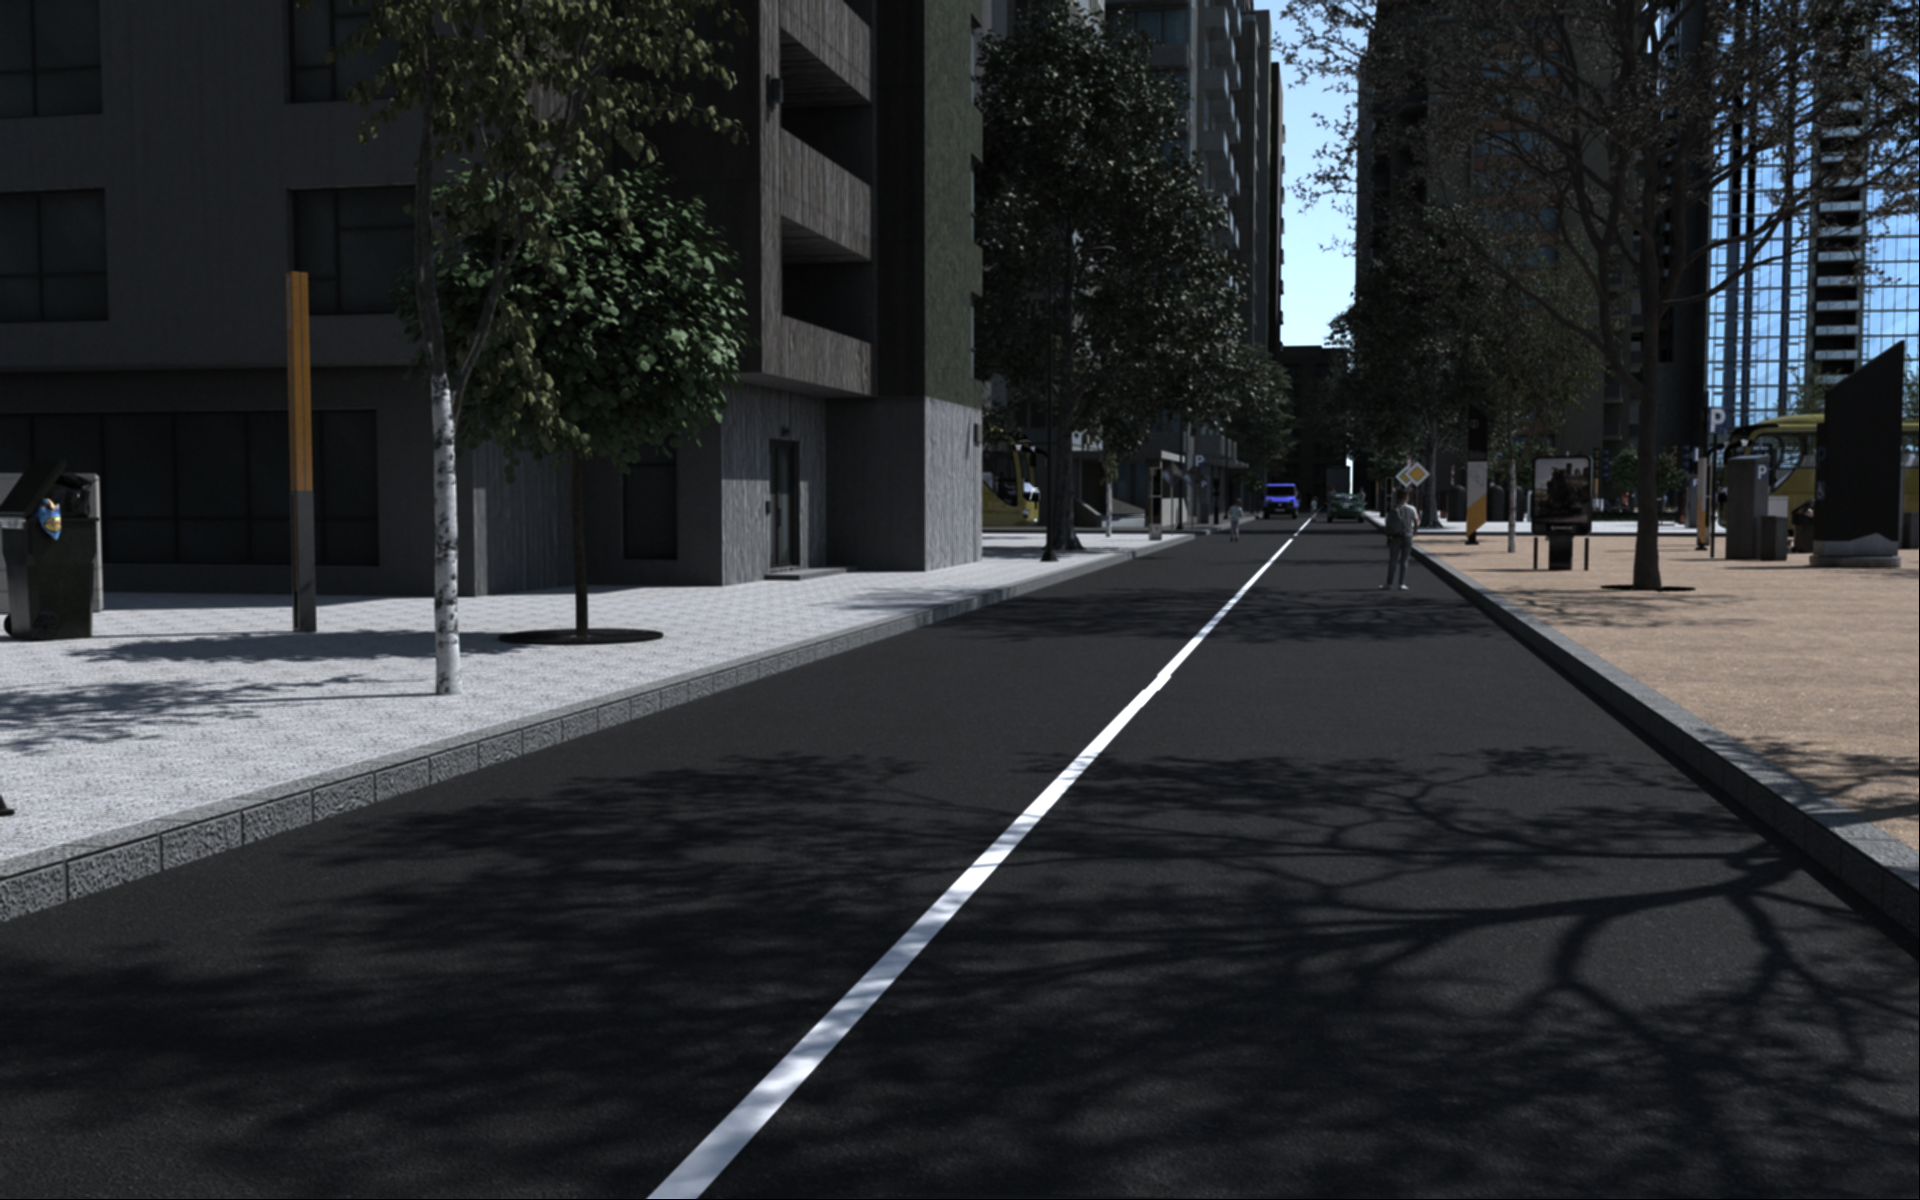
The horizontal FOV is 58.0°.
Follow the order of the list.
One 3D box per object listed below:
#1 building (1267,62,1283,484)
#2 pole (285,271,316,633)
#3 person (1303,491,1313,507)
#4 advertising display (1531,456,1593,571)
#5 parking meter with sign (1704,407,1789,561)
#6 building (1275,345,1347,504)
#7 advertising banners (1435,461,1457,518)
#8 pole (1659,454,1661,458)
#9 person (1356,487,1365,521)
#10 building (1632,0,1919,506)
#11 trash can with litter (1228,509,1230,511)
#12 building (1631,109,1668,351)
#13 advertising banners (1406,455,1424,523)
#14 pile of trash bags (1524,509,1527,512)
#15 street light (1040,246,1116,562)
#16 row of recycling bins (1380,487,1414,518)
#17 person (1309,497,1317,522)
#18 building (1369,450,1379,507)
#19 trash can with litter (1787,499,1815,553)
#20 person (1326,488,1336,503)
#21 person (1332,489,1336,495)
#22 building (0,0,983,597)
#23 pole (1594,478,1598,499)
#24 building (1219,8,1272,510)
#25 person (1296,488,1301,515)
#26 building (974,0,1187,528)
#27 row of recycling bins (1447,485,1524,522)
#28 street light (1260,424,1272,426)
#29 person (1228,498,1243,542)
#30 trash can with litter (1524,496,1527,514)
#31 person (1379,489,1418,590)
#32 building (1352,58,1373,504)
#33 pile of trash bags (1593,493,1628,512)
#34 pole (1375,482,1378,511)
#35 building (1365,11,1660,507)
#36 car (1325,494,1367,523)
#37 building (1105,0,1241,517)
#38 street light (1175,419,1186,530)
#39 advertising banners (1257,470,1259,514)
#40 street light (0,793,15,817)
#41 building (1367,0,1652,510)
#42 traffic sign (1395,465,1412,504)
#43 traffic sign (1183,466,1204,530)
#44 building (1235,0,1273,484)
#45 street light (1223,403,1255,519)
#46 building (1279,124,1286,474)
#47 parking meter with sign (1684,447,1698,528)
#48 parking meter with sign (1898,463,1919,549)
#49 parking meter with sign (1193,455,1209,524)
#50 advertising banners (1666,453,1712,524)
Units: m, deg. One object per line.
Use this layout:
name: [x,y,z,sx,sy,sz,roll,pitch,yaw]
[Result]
building: [25.820,-32.307,178.324,14.600,45.320,14.200,1,4,12]
pole: [-6.100,-1.357,16.023,0.158,3.312,0.155,0,3,0]
person: [39.889,-11.589,198.121,1.348,1.807,0.705,0,4,-1]
advertising display: [10.171,-1.472,29.283,0.974,1.923,0.123,3,4,35]
parking meter with sign: [15.442,-2.306,33.957,0.543,3.016,1.738,-1,4,-23]
building: [37.022,-23.689,232.352,28.899,21.520,27.650,1,4,12]
advertising banners: [25.625,-5.846,91.775,0.090,3.025,2.074,-1,4,-22]
pole: [35.354,-5.722,87.397,0.158,3.312,0.155,0,3,0]
person: [21.450,-5.146,92.811,0.511,1.800,0.466,3,4,36]
building: [89.970,-53.430,186.253,31.000,86.520,22.319,1,4,12]
trash can with litter: [20.441,-7.587,135.101,1.678,1.210,2.233,-3,5,-40]
building: [90.627,-36.274,216.776,21.600,48.544,21.300,1,4,12]
advertising banners: [20.423,-4.964,77.357,0.090,3.025,2.074,3,5,44]
pile of trash bags: [40.440,-6.842,121.627,1.912,1.369,3.447,1,4,19]
street light: [2.232,-3.682,32.746,1.470,5.913,1.316,1,4,12]
row of recycling bins: [24.383,-5.406,95.497,3.534,1.692,1.069,-3,5,-40]
person: [17.903,-4.592,87.862,0.394,1.301,0.425,3,4,37]
building: [48.181,-24.530,172.759,14.160,30.474,14.107,1,4,12]
trash can with litter: [18.245,-1.621,37.883,0.624,1.170,1.055,-3,4,-36]
person: [21.331,-5.555,99.513,0.473,1.802,0.592,0,4,-3]
person: [28.259,-7.463,130.765,0.600,1.795,0.529,0,4,-2]
building: [-7.882,-15.622,27.123,14.160,30.474,14.107,1,4,12]
pole: [42.485,-7.453,115.697,0.158,3.312,0.155,0,3,0]
building: [18.224,-28.125,143.433,14.154,41.232,14.086,1,4,12]
person: [22.824,-6.642,117.187,0.616,1.811,0.778,0,4,-7]
building: [-6.648,-23.491,75.965,32.217,40.220,23.993,1,4,12]
row of recycling bins: [24.449,-4.488,80.497,3.534,1.692,1.069,0,4,-4]
street light: [19.944,-8.688,114.589,1.470,5.913,1.316,1,4,12]
person: [8.234,-2.392,51.883,0.425,1.301,0.394,0,4,-6]
trash can with litter: [38.506,-6.305,114.146,1.678,1.210,2.233,0,4,2]
person: [6.575,-0.909,25.961,0.503,1.515,0.523,-1,4,-16]
building: [65.345,-41.626,222.591,28.212,58.520,21.231,1,4,12]
pile of trash bags: [45.017,-6.730,119.781,1.912,1.369,3.447,-2,4,-24]
pole: [31.099,-8.279,129.206,0.158,3.312,0.155,0,3,0]
building: [59.250,-36.801,190.937,28.713,52.752,27.495,1,4,12]
car: [19.543,-4.644,87.734,2.131,1.459,4.920,1,4,12]
building: [5.937,-29.929,108.955,23.786,49.044,30.456,1,4,12]
street light: [8.427,-5.457,61.770,1.470,5.913,1.316,1,4,12]
advertising banners: [19.360,-7.111,112.454,0.090,3.025,2.074,1,4,8]
street light: [-3.443,-2.084,6.618,1.470,5.913,1.316,1,4,12]
building: [46.917,-30.326,150.451,22.147,44.769,28.867,1,4,12]
traffic sign: [15.551,-3.471,60.401,0.795,2.450,0.064,1,4,12]
traffic sign: [8.327,-3.568,61.975,0.795,2.450,0.064,1,4,12]
building: [18.740,-44.151,160.121,20.563,71.187,20.611,1,4,12]
street light: [14.091,-7.056,87.900,1.470,5.913,1.316,1,4,12]
building: [21.848,-35.508,200.167,30.456,49.044,23.786,1,4,12]
parking meter with sign: [27.501,-4.193,64.819,0.543,3.016,1.738,1,4,11]
parking meter with sign: [21.477,-2.680,40.078,1.738,3.016,0.543,-1,4,-22]
parking meter with sign: [10.597,-4.862,75.757,0.543,3.016,1.738,0,4,-1]
advertising banners: [30.826,-4.731,73.539,2.074,3.025,0.090,1,4,17]
